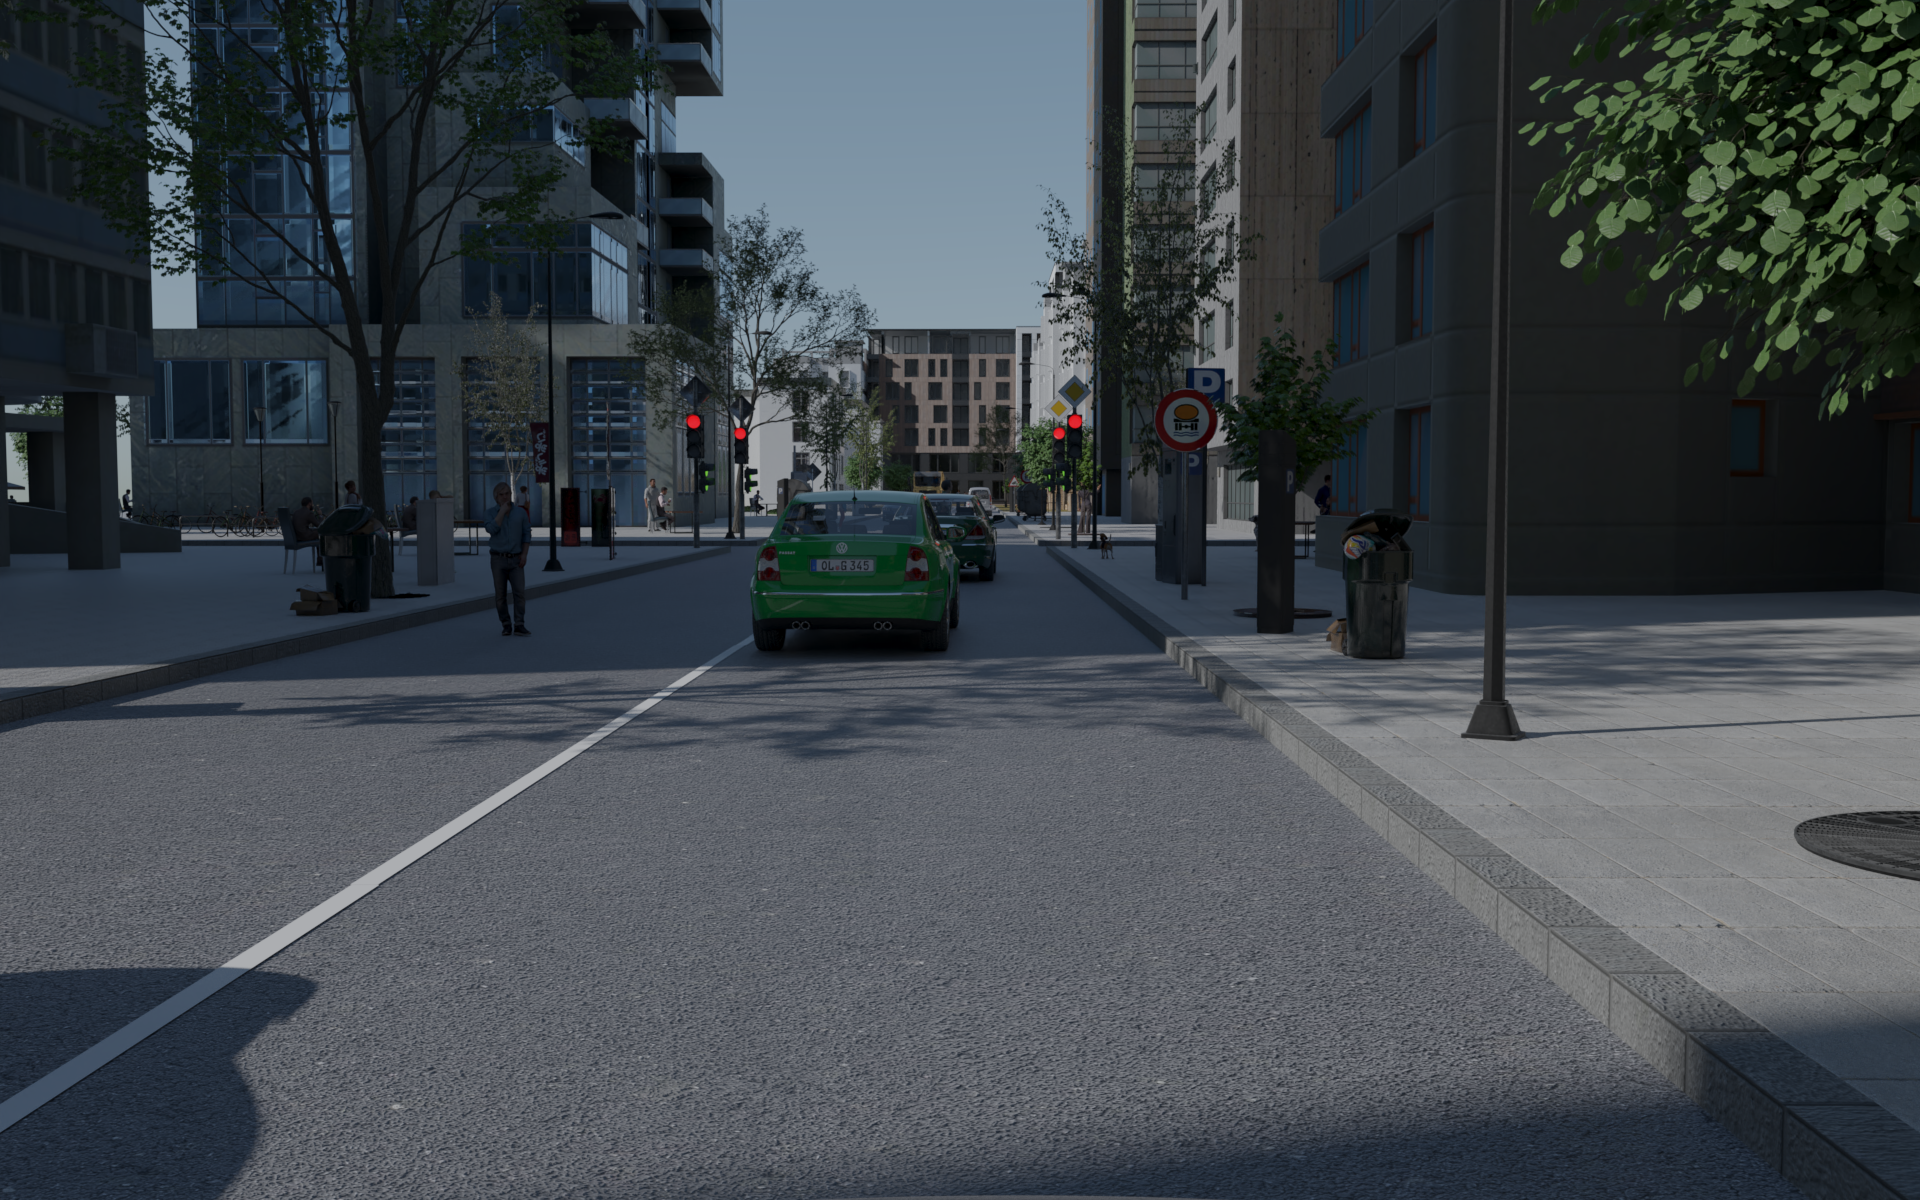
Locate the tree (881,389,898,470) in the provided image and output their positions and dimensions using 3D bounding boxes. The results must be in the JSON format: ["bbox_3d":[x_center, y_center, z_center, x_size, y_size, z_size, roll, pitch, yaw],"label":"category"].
[{"bbox_3d":[-6.276,-10.124,115.896,4.737,8.622,4.395,0,3,0],"label":"tree"}]

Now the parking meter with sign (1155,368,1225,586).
[{"bbox_3d":[3.220,-1.747,24.816,0.543,3.016,1.738,-1,4,-12],"label":"parking meter with sign"}]

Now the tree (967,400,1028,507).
[{"bbox_3d":[4.220,-14.488,171.292,7.601,10.594,8.767,0,4,0],"label":"tree"}]

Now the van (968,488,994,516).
[{"bbox_3d":[1.236,-6.447,112.424,2.013,2.044,4.112,0,4,-1],"label":"van"}]

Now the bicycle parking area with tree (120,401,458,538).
[{"bbox_3d":[-21.292,-4.173,55.231,9.016,4.147,8.231,-2,4,-33],"label":"bicycle parking area with tree"}]

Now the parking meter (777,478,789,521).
[{"bbox_3d":[-6.509,-3.541,63.607,0.399,1.863,0.255,3,4,38],"label":"parking meter"}]

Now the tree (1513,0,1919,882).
[{"bbox_3d":[3.794,-1.359,5.931,4.285,4.588,4.351,0,3,0],"label":"tree"}]

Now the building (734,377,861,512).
[{"bbox_3d":[-13.670,-12.027,138.791,9.099,9.664,28.070,0,4,1],"label":"building"}]

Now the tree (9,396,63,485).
[{"bbox_3d":[-28.909,-4.415,55.904,4.285,4.588,4.351,0,3,0],"label":"tree"}]

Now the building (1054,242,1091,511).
[{"bbox_3d":[15.829,-17.037,134.972,16.016,20.091,11.380,0,4,1],"label":"building"}]

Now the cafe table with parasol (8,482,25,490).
[{"bbox_3d":[-33.969,-3.392,60.318,2.610,1.966,2.610,0,4,1],"label":"cafe table with parasol"}]

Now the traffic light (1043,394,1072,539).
[{"bbox_3d":[2.766,-3.671,48.937,0.839,4.253,0.868,0,4,1],"label":"traffic light"}]

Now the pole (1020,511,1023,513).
[{"bbox_3d":[4.097,-7.375,114.429,0.158,3.312,0.155,0,3,0],"label":"pole"}]

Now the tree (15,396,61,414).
[{"bbox_3d":[-37.961,-7.482,72.685,4.737,8.622,4.395,0,3,0],"label":"tree"}]

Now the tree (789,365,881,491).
[{"bbox_3d":[-7.212,-8.911,96.052,4.737,8.622,4.395,0,3,0],"label":"tree"}]

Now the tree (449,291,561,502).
[{"bbox_3d":[-16.169,-6.852,62.396,4.360,8.622,3.978,0,3,0],"label":"tree"}]

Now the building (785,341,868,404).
[{"bbox_3d":[-17.484,-22.199,219.365,11.380,20.091,16.016,0,4,1],"label":"building"}]

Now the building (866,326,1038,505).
[{"bbox_3d":[4.822,-23.274,224.502,32.646,21.610,27.936,0,4,1],"label":"building"}]

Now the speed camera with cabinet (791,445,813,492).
[{"bbox_3d":[-6.360,-4.615,69.789,0.660,3.252,2.038,-1,4,-15],"label":"speed camera with cabinet"}]

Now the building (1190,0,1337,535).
[{"bbox_3d":[15.521,-17.455,57.096,14.107,30.474,14.160,0,4,1],"label":"building"}]

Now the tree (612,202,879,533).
[{"bbox_3d":[-7.099,-7.428,55.863,8.767,10.594,7.601,-3,4,-37],"label":"tree"}]

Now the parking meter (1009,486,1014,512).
[{"bbox_3d":[3.655,-7.093,121.680,0.255,1.863,0.399,1,4,23],"label":"parking meter"}]

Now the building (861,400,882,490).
[{"bbox_3d":[-13.127,-13.777,167.403,9.099,9.664,28.070,0,4,1],"label":"building"}]

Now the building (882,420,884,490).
[{"bbox_3d":[-22.757,-15.385,193.685,28.070,9.664,9.099,0,4,1],"label":"building"}]

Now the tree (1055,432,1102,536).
[{"bbox_3d":[3.925,-3.639,54.101,1.663,3.219,1.824,0,3,0],"label":"tree"}]

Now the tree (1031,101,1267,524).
[{"bbox_3d":[3.489,-4.983,31.830,4.360,8.622,3.978,0,3,0],"label":"tree"}]

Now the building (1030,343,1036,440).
[{"bbox_3d":[15.856,-20.504,191.654,16.016,20.091,11.380,0,4,1],"label":"building"}]

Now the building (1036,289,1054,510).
[{"bbox_3d":[14.910,-17.752,146.657,16.016,20.091,11.380,0,4,1],"label":"building"}]

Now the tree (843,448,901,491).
[{"bbox_3d":[-6.844,-8.550,123.506,4.285,4.588,4.351,0,3,0],"label":"tree"}]

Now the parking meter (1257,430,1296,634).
[{"bbox_3d":[2.928,-0.630,16.014,0.255,1.863,0.399,2,4,29],"label":"parking meter"}]

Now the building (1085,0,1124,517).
[{"bbox_3d":[14.893,-27.726,103.423,14.600,45.320,14.200,0,4,1],"label":"building"}]

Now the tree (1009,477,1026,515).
[{"bbox_3d":[4.302,-6.900,107.413,1.663,3.219,1.824,0,3,0],"label":"tree"}]

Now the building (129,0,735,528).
[{"bbox_3d":[-21.931,-46.867,78.952,22.319,86.520,31.000,0,4,1],"label":"building"}]

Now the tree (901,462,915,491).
[{"bbox_3d":[-5.727,-10.859,161.257,4.285,4.588,4.351,0,3,0],"label":"tree"}]

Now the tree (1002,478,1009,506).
[{"bbox_3d":[5.108,-11.839,188.174,1.663,3.219,1.824,0,3,0],"label":"tree"}]

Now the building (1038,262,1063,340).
[{"bbox_3d":[22.457,-19.861,168.706,27.936,21.610,32.646,0,4,1],"label":"building"}]

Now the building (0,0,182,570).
[{"bbox_3d":[-25.776,-20.259,23.111,23.993,40.220,32.217,0,4,1],"label":"building"}]

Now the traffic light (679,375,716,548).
[{"bbox_3d":[-6.236,-3.187,41.026,0.839,4.253,0.868,0,4,1],"label":"traffic light"}]

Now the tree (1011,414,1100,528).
[{"bbox_3d":[3.679,-5.011,65.641,4.285,4.588,4.351,0,3,0],"label":"tree"}]

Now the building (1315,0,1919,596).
[{"bbox_3d":[19.993,-10.432,15.597,27.650,21.520,28.899,0,4,1],"label":"building"}]

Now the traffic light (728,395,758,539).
[{"bbox_3d":[-6.155,-3.675,49.011,0.839,4.253,0.868,0,4,1],"label":"traffic light"}]

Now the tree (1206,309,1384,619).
[{"bbox_3d":[3.323,-1.450,18.305,1.663,3.219,1.824,0,3,0],"label":"tree"}]

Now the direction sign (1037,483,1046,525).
[{"bbox_3d":[3.399,-4.878,71.745,0.876,3.537,0.379,2,4,28],"label":"direction sign"}]

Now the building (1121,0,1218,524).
[{"bbox_3d":[14.337,-24.174,78.838,14.154,41.232,14.086,0,4,1],"label":"building"}]

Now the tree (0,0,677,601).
[{"bbox_3d":[-7.237,-5.838,21.199,9.928,11.665,9.643,0,3,0],"label":"tree"}]

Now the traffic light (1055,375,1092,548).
[{"bbox_3d":[2.685,-3.182,40.953,0.839,4.253,0.868,0,4,1],"label":"traffic light"}]
